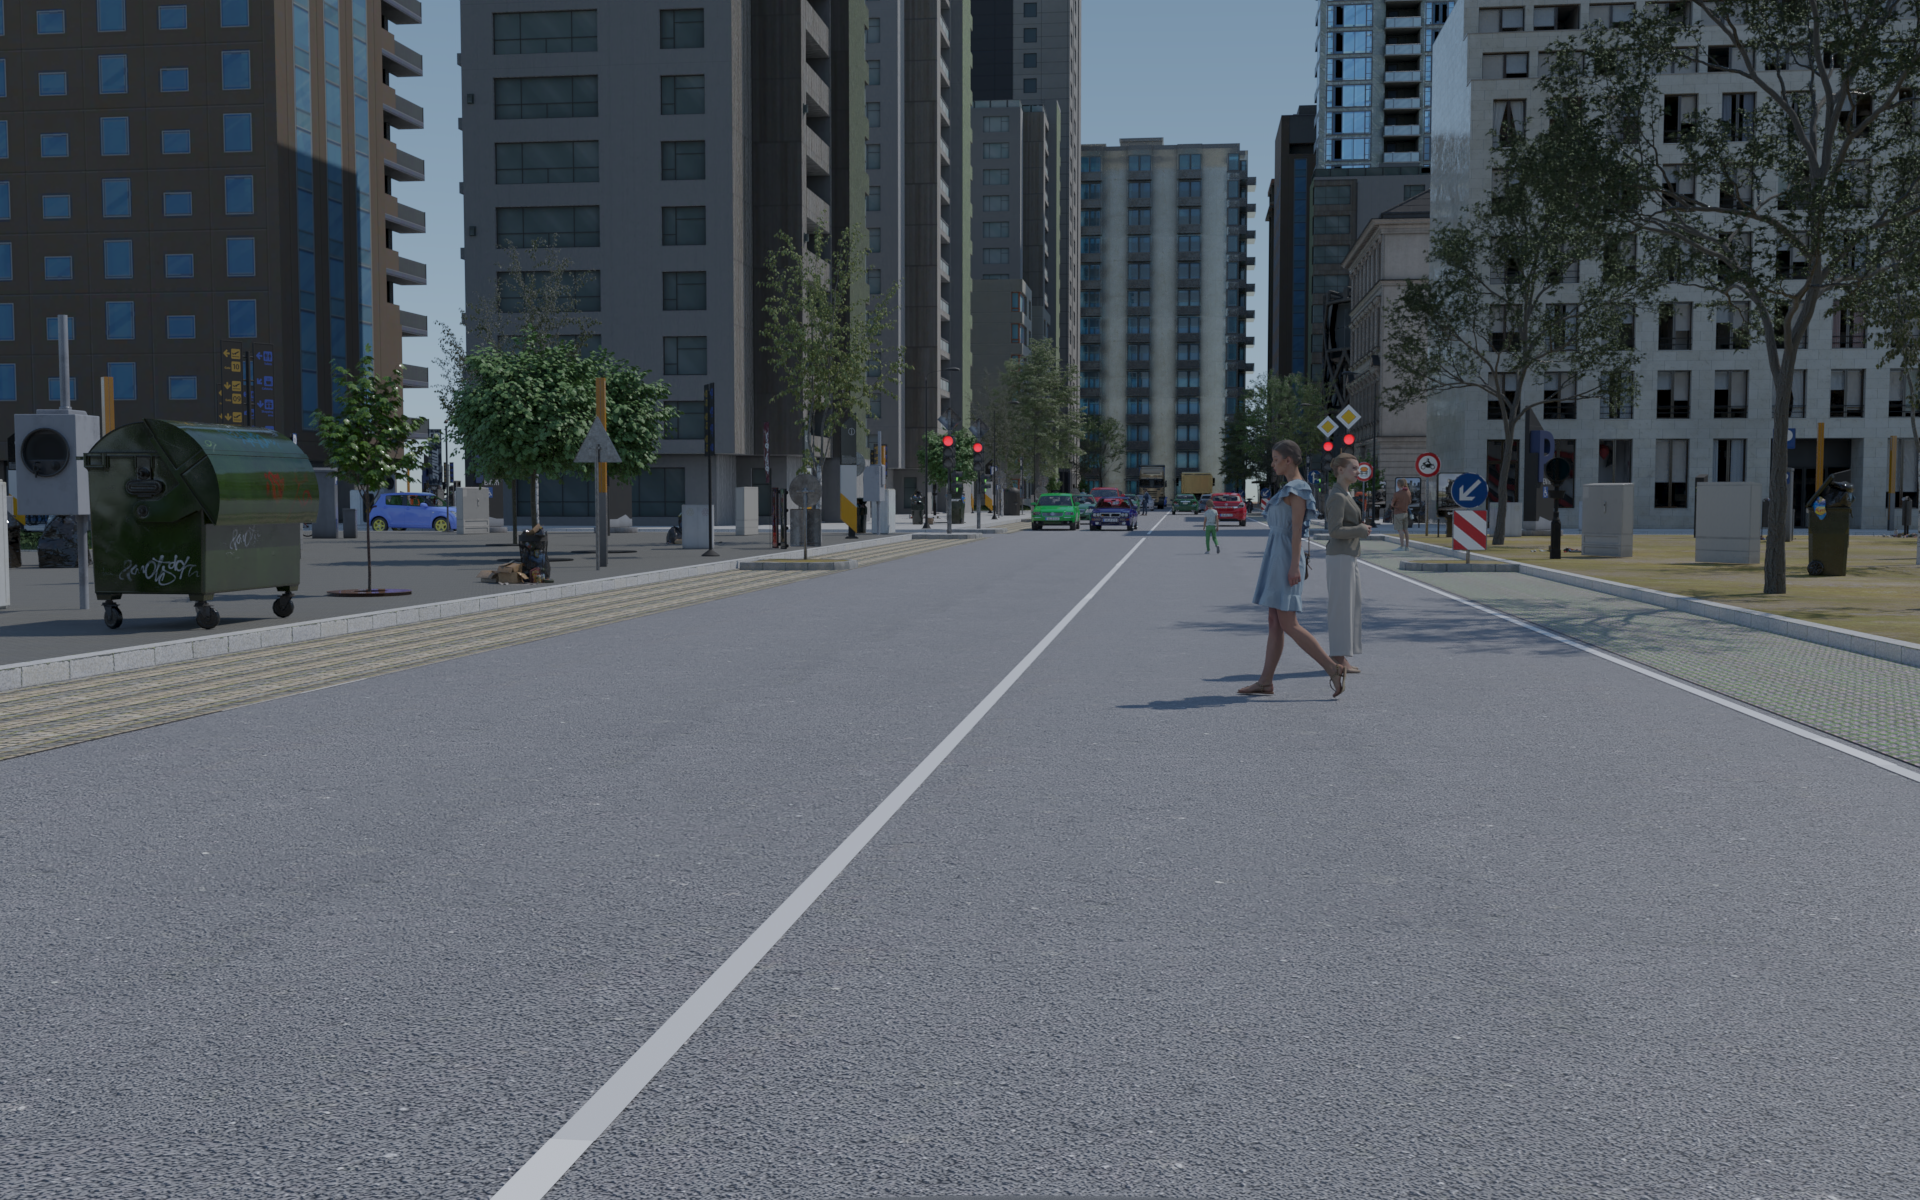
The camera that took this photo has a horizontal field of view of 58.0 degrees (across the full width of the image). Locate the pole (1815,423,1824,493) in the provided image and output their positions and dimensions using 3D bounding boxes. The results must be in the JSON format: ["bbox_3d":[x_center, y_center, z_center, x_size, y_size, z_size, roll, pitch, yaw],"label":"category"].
[{"bbox_3d":[24.553,-3.403,49.489,0.158,3.312,0.155,0,3,0],"label":"pole"}]

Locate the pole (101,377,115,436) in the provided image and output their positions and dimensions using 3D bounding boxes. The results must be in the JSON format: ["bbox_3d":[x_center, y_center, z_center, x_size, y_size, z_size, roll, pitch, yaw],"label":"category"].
[{"bbox_3d":[-14.856,-2.227,30.262,0.158,3.312,0.155,0,3,0],"label":"pole"}]

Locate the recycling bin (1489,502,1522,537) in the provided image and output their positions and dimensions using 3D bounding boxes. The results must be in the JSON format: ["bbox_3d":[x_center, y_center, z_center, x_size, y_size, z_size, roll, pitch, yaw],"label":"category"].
[{"bbox_3d":[16.374,-2.411,51.977,0.722,1.027,0.722,0,4,-7],"label":"recycling bin"}]

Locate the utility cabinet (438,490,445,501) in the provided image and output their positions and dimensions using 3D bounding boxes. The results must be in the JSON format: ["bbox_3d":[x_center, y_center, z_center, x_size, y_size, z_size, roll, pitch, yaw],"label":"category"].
[{"bbox_3d":[-25.249,-4.625,84.290,0.318,1.500,1.173,-1,4,-17],"label":"utility cabinet"}]

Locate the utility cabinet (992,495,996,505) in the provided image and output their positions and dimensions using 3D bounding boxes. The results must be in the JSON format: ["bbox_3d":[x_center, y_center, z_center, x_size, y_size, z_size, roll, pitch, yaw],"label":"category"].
[{"bbox_3d":[2.427,-7.640,136.080,0.306,1.237,1.020,3,4,39],"label":"utility cabinet"}]

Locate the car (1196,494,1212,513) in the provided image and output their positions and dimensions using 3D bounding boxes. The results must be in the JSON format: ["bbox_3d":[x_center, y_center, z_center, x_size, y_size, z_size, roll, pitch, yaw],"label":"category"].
[{"bbox_3d":[19.106,-7.384,132.729,2.014,1.417,4.499,0,4,7],"label":"car"}]

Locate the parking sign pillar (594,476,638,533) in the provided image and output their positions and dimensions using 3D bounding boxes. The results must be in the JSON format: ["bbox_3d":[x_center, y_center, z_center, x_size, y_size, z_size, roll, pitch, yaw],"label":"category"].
[{"bbox_3d":[-11.395,-4.206,57.247,1.447,3.967,1.447,1,4,23],"label":"parking sign pillar"}]

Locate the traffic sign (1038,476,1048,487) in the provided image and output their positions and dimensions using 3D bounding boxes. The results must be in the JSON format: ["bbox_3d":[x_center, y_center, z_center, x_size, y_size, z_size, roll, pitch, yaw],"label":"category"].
[{"bbox_3d":[5.737,-7.329,119.932,0.768,2.556,0.104,1,4,13],"label":"traffic sign"}]

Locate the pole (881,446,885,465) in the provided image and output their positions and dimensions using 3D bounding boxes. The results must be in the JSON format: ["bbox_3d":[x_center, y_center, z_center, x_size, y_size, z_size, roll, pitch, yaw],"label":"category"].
[{"bbox_3d":[-3.255,-4.853,73.195,0.158,3.312,0.155,0,3,0],"label":"pole"}]

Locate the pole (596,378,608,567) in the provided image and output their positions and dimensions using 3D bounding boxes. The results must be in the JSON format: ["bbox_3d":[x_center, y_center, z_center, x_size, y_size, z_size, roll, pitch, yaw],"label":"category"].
[{"bbox_3d":[-6.306,-2.241,30.490,0.158,3.312,0.155,0,3,0],"label":"pole"}]

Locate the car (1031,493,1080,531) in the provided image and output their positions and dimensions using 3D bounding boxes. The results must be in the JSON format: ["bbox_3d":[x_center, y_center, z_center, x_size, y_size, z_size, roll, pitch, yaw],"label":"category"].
[{"bbox_3d":[3.855,-3.709,69.438,1.959,1.807,4.718,0,4,7],"label":"car"}]

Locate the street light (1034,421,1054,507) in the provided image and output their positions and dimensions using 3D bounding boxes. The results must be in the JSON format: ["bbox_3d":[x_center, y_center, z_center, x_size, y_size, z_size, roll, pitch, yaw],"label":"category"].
[{"bbox_3d":[5.287,-8.410,110.052,1.470,5.913,1.316,0,4,7],"label":"street light"}]

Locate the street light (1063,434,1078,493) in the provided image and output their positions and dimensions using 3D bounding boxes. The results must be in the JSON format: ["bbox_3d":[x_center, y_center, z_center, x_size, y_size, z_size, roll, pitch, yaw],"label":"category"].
[{"bbox_3d":[8.510,-9.849,133.565,1.470,5.913,1.316,0,4,7],"label":"street light"}]

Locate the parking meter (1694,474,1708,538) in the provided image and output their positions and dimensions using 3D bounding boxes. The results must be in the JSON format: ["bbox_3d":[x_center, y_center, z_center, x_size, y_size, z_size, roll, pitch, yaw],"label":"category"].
[{"bbox_3d":[21.697,-2.753,50.723,0.255,1.863,0.399,3,5,43],"label":"parking meter"}]

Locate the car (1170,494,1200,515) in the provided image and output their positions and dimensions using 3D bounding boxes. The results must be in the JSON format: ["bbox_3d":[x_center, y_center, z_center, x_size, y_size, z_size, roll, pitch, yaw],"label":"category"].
[{"bbox_3d":[15.700,-6.669,120.838,2.131,1.459,4.920,0,4,7],"label":"car"}]

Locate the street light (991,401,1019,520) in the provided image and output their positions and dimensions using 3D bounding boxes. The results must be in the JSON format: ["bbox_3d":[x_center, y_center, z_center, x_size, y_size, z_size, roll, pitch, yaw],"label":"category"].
[{"bbox_3d":[2.271,-7.001,87.002,1.470,5.913,1.316,0,4,7],"label":"street light"}]

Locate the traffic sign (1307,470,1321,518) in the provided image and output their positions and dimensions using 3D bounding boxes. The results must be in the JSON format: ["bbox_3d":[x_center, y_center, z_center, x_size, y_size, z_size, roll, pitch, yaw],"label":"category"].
[{"bbox_3d":[18.945,-5.654,92.543,0.768,2.556,0.104,1,4,9],"label":"traffic sign"}]

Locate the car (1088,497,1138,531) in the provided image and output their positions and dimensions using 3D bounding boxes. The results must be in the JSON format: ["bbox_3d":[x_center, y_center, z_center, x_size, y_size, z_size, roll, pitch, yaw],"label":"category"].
[{"bbox_3d":[6.111,-3.434,68.721,1.945,1.354,3.894,1,4,9],"label":"car"}]

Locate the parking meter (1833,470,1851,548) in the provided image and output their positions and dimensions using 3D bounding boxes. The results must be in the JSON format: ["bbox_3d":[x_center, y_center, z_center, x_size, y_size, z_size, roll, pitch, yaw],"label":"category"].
[{"bbox_3d":[21.137,-2.194,41.590,0.399,1.863,0.255,1,4,15],"label":"parking meter"}]

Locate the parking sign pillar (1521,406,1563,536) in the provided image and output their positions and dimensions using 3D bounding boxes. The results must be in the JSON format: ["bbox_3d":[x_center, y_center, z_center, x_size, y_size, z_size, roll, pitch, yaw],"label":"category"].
[{"bbox_3d":[17.796,-3.958,53.183,1.447,3.967,1.447,3,5,42],"label":"parking sign pillar"}]

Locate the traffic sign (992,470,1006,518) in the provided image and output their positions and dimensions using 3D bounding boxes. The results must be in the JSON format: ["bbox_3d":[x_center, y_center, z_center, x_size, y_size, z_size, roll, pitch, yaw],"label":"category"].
[{"bbox_3d":[2.080,-5.670,92.805,0.768,2.556,0.104,1,4,9],"label":"traffic sign"}]

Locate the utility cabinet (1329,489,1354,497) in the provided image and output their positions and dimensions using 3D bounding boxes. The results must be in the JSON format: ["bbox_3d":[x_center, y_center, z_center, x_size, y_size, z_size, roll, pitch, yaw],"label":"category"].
[{"bbox_3d":[17.994,-4.469,81.745,1.173,1.500,0.318,3,5,41],"label":"utility cabinet"}]

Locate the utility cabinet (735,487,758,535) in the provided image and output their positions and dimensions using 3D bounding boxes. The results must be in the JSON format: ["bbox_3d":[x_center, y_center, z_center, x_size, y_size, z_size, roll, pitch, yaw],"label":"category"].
[{"bbox_3d":[-6.633,-2.761,53.821,0.318,1.500,1.173,1,4,14],"label":"utility cabinet"}]

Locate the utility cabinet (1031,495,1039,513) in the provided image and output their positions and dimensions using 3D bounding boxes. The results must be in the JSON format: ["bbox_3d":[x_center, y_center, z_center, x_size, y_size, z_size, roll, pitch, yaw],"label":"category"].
[{"bbox_3d":[4.955,-6.315,114.411,0.306,1.237,1.020,-1,4,-14],"label":"utility cabinet"}]

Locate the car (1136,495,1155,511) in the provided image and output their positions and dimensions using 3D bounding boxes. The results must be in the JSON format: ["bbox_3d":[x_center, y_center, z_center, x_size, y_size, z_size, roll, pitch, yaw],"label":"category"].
[{"bbox_3d":[15.715,-8.332,148.593,2.083,1.381,4.827,0,4,7],"label":"car"}]

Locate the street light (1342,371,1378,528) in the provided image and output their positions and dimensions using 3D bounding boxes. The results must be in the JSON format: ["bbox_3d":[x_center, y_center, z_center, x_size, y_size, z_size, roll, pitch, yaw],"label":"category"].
[{"bbox_3d":[15.161,-5.698,65.697,1.470,5.913,1.316,0,4,7],"label":"street light"}]

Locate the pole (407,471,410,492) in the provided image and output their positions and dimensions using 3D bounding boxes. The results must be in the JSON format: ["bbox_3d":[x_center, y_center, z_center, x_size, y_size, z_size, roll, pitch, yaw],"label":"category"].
[{"bbox_3d":[-40.526,-8.161,127.268,0.158,3.312,0.155,0,3,0],"label":"pole"}]

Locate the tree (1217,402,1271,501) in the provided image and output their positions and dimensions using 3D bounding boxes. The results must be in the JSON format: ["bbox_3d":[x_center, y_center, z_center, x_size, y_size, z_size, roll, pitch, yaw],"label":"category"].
[{"bbox_3d":[35.424,-18.036,213.011,7.486,12.596,7.792,0,3,0],"label":"tree"}]

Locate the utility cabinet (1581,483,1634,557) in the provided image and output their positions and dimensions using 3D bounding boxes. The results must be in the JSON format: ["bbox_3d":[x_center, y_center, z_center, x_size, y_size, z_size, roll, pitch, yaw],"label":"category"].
[{"bbox_3d":[13.135,-1.620,35.168,0.318,1.500,1.173,-1,4,-20],"label":"utility cabinet"}]

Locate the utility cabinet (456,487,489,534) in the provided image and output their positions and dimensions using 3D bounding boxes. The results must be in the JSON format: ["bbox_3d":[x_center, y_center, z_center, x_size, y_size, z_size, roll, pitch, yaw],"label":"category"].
[{"bbox_3d":[-15.545,-2.851,55.286,0.318,1.500,1.173,2,4,27],"label":"utility cabinet"}]

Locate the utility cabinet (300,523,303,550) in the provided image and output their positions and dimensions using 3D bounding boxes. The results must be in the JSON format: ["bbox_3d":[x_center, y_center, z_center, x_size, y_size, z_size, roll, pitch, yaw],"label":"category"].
[{"bbox_3d":[-15.497,-1.862,39.127,1.173,1.500,0.318,-3,5,-43],"label":"utility cabinet"}]

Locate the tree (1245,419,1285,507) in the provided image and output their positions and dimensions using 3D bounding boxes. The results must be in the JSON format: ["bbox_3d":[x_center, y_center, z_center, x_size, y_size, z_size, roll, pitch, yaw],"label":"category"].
[{"bbox_3d":[28.459,-12.725,158.415,4.360,8.622,3.978,0,3,0],"label":"tree"}]

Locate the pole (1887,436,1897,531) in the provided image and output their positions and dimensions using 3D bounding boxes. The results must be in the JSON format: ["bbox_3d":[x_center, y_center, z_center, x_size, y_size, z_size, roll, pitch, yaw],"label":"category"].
[{"bbox_3d":[32.543,-4.075,60.471,0.158,3.312,0.155,0,3,0],"label":"pole"}]

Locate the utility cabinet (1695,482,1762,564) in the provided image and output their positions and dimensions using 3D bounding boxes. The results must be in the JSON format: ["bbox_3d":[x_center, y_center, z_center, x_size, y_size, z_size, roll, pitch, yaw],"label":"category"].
[{"bbox_3d":[14.109,-1.414,31.802,0.318,1.500,1.173,-2,4,-27],"label":"utility cabinet"}]

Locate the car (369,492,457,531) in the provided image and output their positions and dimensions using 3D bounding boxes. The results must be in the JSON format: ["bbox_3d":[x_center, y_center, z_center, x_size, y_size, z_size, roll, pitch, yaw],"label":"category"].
[{"bbox_3d":[-19.615,-3.279,63.196,3.694,1.707,1.945,1,4,8],"label":"car"}]

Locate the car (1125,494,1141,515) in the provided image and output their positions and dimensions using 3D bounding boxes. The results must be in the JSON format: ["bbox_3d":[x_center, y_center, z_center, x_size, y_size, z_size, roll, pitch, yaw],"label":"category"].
[{"bbox_3d":[11.722,-6.735,121.913,2.131,1.459,4.920,0,4,8],"label":"car"}]

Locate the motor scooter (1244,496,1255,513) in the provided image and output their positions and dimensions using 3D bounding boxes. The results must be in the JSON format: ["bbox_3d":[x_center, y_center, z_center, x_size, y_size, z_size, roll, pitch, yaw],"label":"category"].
[{"bbox_3d":[21.396,-7.045,127.955,0.815,1.314,1.986,0,4,6],"label":"motor scooter"}]

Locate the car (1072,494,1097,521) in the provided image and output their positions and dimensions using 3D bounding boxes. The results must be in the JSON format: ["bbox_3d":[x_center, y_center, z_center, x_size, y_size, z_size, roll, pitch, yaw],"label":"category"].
[{"bbox_3d":[5.747,-4.354,82.994,2.131,1.459,4.920,0,4,7],"label":"car"}]

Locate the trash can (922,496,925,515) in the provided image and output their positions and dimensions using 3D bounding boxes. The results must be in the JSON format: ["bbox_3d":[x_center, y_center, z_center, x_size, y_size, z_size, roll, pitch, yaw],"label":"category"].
[{"bbox_3d":[-2.369,-5.658,104.166,0.748,1.137,0.748,0,3,0],"label":"trash can"}]

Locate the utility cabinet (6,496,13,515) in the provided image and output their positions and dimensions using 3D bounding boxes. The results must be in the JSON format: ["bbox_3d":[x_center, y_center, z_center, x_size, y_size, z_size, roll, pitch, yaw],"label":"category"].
[{"bbox_3d":[-32.284,-2.901,58.598,0.306,1.237,1.020,-3,4,-38],"label":"utility cabinet"}]

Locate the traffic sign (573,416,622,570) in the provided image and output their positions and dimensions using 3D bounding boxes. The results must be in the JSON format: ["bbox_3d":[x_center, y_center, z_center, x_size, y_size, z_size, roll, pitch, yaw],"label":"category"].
[{"bbox_3d":[-6.082,-1.775,29.028,0.884,2.594,0.081,1,4,16],"label":"traffic sign"}]

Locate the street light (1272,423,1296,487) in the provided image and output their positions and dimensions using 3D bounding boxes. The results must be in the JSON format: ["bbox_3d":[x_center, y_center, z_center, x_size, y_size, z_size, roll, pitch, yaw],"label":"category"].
[{"bbox_3d":[21.330,-8.596,113.089,1.470,5.913,1.316,0,4,7],"label":"street light"}]

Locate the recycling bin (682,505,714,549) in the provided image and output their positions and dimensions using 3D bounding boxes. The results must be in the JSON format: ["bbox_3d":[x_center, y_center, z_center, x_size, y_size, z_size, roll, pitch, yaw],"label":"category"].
[{"bbox_3d":[-6.133,-1.714,40.573,0.722,1.027,0.722,0,4,-7],"label":"recycling bin"}]

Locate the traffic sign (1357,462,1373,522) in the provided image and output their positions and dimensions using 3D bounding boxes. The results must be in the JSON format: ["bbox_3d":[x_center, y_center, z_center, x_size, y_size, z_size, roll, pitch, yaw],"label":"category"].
[{"bbox_3d":[16.054,-4.206,68.871,0.768,2.556,0.104,1,4,12],"label":"traffic sign"}]

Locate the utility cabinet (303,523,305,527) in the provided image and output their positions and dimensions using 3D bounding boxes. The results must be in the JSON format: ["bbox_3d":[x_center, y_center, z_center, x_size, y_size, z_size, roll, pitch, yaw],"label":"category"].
[{"bbox_3d":[-25.717,-3.435,67.323,0.306,1.237,1.020,-2,4,-29],"label":"utility cabinet"}]

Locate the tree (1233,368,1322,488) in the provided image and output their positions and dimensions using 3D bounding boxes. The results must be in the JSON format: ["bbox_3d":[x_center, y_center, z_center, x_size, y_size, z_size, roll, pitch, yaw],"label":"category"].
[{"bbox_3d":[26.293,-13.220,141.902,9.928,11.665,9.643,0,3,0],"label":"tree"}]

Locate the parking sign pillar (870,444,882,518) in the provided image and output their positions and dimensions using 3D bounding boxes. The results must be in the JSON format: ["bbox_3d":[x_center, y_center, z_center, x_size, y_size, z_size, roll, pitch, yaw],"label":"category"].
[{"bbox_3d":[-4.823,-6.485,94.506,1.447,3.967,1.447,1,4,17],"label":"parking sign pillar"}]

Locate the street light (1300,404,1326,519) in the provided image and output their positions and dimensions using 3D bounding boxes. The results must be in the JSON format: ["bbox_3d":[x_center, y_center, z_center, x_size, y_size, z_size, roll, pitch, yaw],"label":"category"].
[{"bbox_3d":[18.164,-7.121,88.963,1.470,5.913,1.316,0,4,7],"label":"street light"}]

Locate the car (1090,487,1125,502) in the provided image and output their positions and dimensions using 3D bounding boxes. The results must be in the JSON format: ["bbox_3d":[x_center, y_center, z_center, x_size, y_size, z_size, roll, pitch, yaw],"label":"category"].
[{"bbox_3d":[8.063,-5.365,96.395,2.281,1.827,5.304,0,4,8],"label":"car"}]

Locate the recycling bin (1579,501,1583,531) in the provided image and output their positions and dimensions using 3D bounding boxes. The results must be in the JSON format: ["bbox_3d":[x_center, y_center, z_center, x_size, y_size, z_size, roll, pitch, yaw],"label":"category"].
[{"bbox_3d":[22.038,-2.931,60.468,0.722,1.027,0.722,2,4,29],"label":"recycling bin"}]

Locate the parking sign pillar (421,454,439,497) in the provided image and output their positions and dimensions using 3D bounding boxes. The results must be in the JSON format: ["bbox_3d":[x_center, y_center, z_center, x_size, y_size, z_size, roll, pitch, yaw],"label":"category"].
[{"bbox_3d":[-35.053,-7.734,114.928,1.447,3.967,1.447,1,4,18],"label":"parking sign pillar"}]

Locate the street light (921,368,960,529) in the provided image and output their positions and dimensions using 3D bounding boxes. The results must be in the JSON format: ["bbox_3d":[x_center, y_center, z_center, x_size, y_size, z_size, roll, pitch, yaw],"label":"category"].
[{"bbox_3d":[-0.705,-5.586,63.868,1.470,5.913,1.316,0,4,7],"label":"street light"}]

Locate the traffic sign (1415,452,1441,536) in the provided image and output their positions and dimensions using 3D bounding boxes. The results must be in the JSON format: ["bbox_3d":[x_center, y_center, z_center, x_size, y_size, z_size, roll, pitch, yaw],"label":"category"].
[{"bbox_3d":[14.251,-3.223,52.810,0.768,2.556,0.104,1,4,12],"label":"traffic sign"}]

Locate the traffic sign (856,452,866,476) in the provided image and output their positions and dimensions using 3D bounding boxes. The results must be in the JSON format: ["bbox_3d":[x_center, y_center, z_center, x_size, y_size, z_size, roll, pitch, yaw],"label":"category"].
[{"bbox_3d":[-3.197,-3.160,51.780,0.768,2.556,0.104,1,4,17],"label":"traffic sign"}]

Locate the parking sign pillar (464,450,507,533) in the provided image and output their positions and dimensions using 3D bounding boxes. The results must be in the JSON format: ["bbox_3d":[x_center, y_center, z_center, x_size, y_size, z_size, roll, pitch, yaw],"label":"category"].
[{"bbox_3d":[-15.837,-4.229,57.621,1.447,3.967,1.447,2,4,32],"label":"parking sign pillar"}]

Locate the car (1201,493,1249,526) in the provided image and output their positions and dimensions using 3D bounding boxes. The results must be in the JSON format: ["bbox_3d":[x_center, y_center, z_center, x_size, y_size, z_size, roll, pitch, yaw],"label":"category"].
[{"bbox_3d":[11.959,-4.223,78.094,2.155,1.783,4.494,0,4,7],"label":"car"}]

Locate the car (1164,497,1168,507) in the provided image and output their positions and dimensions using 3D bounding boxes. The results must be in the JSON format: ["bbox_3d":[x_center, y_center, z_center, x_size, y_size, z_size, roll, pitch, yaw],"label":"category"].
[{"bbox_3d":[22.410,-11.339,194.980,1.945,1.707,3.694,1,4,9],"label":"car"}]
